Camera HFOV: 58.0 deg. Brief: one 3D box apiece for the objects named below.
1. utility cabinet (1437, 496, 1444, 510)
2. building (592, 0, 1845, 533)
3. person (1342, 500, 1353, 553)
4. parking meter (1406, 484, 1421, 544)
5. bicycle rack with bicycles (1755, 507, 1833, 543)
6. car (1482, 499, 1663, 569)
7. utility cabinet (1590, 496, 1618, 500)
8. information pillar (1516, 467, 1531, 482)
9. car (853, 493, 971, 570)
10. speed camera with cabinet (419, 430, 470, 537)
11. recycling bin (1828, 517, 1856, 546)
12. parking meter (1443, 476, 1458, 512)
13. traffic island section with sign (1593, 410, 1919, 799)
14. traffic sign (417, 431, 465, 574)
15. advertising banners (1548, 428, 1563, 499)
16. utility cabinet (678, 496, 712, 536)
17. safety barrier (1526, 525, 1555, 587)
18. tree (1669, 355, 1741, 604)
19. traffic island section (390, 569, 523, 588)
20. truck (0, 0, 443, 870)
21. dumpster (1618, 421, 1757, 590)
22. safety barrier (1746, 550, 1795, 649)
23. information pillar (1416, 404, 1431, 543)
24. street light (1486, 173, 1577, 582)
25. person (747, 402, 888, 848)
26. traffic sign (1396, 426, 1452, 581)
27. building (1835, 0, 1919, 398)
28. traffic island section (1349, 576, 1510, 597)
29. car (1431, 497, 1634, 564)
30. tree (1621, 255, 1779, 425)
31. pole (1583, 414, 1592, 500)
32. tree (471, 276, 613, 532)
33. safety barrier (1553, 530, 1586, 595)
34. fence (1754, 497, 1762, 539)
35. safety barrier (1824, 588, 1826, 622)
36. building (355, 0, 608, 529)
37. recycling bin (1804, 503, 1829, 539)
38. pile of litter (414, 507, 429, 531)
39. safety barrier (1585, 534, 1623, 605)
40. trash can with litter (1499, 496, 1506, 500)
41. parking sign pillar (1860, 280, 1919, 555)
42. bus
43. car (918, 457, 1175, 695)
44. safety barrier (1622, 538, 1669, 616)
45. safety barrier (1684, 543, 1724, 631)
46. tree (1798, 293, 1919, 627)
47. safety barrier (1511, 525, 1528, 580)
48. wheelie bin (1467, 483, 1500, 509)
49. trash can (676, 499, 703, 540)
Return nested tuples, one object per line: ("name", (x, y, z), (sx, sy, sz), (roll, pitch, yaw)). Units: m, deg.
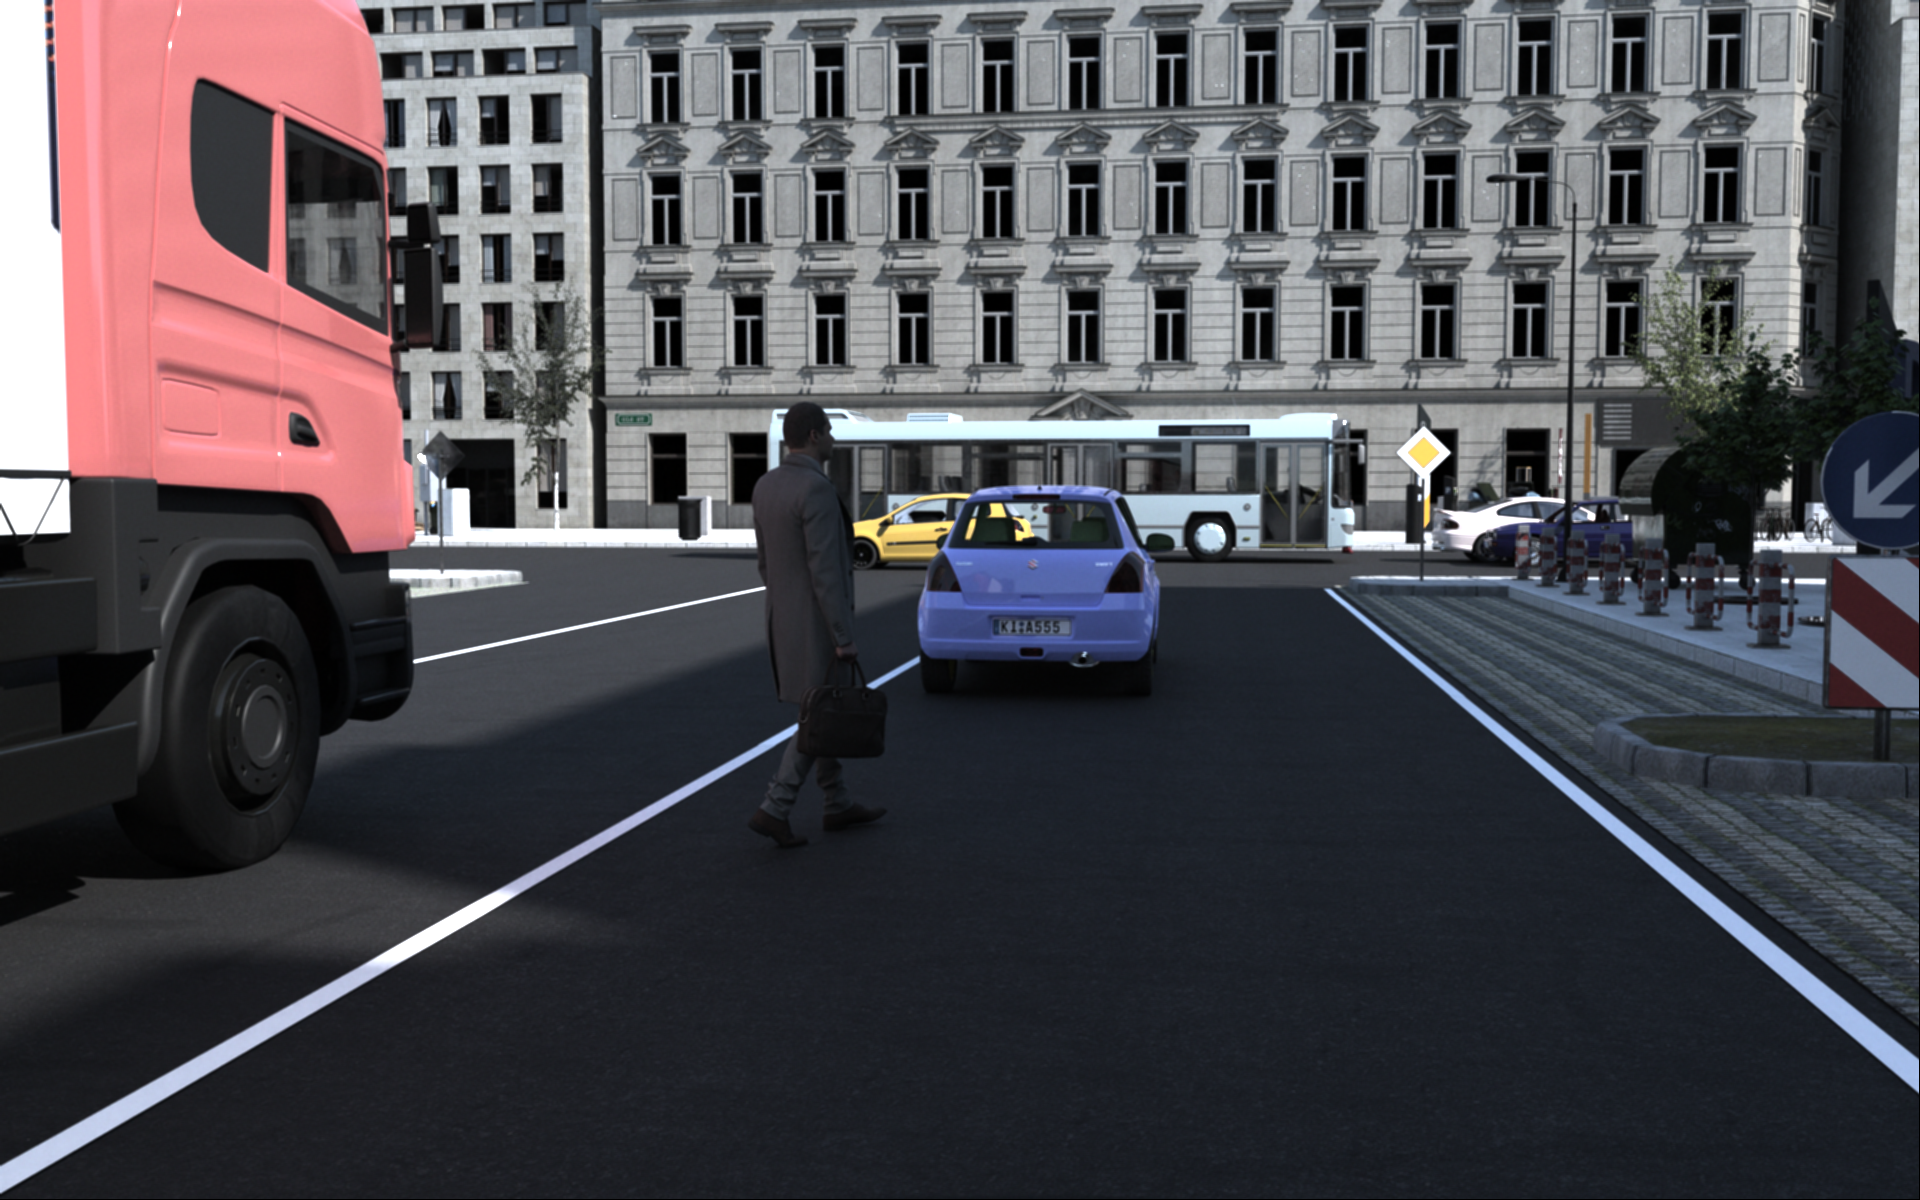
("utility cabinet", (16.086, -2.827, 57.385), (0.306, 1.237, 1.020), (0, 4, 0))
("building", (9.439, -17.782, 67.158), (44.131, 29.872, 17.030), (1, 4, 8))
("person", (9.345, -1.937, 42.031), (0.647, 1.594, 0.662), (-3, 5, -42))
("parking meter", (11.691, -2.217, 44.653), (0.372, 1.533, 0.369), (0, 3, 0))
("bicycle rack with bicycles", (22.737, -2.061, 47.083), (2.925, 0.926, 2.852), (-3, 4, -39))
("car", (12.428, -1.329, 34.305), (3.894, 1.354, 1.945), (1, 4, 9))
("utility cabinet", (18.025, -2.265, 48.190), (1.020, 1.237, 0.306), (3, 4, 38))
("information pillar", (15.337, -2.611, 47.187), (0.304, 2.012, 0.304), (3, 4, 37))
("car", (-0.569, -1.410, 33.270), (3.980, 1.641, 2.015), (1, 4, 9))
("speed camera with cabinet", (-15.722, -3.576, 52.799), (2.038, 3.252, 0.660), (3, 5, 45))
("recycling bin", (22.279, -1.871, 43.140), (0.722, 1.027, 0.722), (-1, 4, -22))
("parking meter", (15.677, -3.036, 55.352), (0.255, 1.863, 0.399), (-3, 4, -38))
("traffic island section with sign", (4.455, -0.026, 9.046), (1.989, 1.847, 2.006), (1, 4, 8))
("traffic sign", (-8.287, -1.469, 27.655), (0.795, 2.450, 0.064), (1, 4, 8))
("advertising banners", (15.628, -3.012, 45.441), (0.090, 3.025, 2.074), (2, 4, 27))
("utility cabinet", (-8.139, -2.571, 53.197), (1.020, 1.237, 0.306), (1, 4, 23))
("safety barrier", (8.125, -0.591, 23.931), (0.300, 0.817, 1.120), (1, 4, 8))
("tree", (9.393, -1.587, 20.557), (1.663, 3.219, 1.824), (0, 3, 0))
("traffic island section", (-8.311, -0.333, 27.721), (2.009, 0.180, 2.903), (1, 4, 8))
("truck", (-4.261, -0.883, 3.347), (2.839, 4.237, 11.283), (0, 4, 7))
("dumpster", (10.106, -1.312, 23.953), (1.502, 2.255, 1.985), (1, 4, 8))
("safety barrier", (6.751, -0.010, 14.439), (0.300, 0.817, 1.120), (1, 4, 8))
("information pillar", (12.051, -3.286, 45.079), (0.504, 3.616, 0.183), (-3, 5, -39))
("street light", (8.324, -3.220, 25.188), (1.470, 5.913, 1.316), (1, 4, 8))
("person", (-0.585, 0.086, 7.199), (0.767, 1.812, 0.694), (-2, 4, -33))
("traffic sign", (6.798, -1.334, 25.458), (0.795, 2.450, 0.064), (1, 4, 8))
("building", (39.096, -12.521, 59.477), (16.860, 20.320, 10.420), (1, 4, 8))
("traffic island section", (6.822, -0.199, 25.531), (2.009, 0.180, 2.903), (1, 4, 8))
("car", (12.402, -1.471, 36.419), (4.827, 1.381, 2.083), (0, 4, 7))
("tree", (22.789, -6.327, 53.801), (4.737, 8.622, 4.395), (0, 3, 0))
("pole", (15.926, -3.067, 43.984), (0.158, 3.312, 0.155), (0, 3, 0))
("tree", (-13.763, -6.574, 57.844), (4.360, 8.622, 3.978), (0, 3, 0))
("safety barrier", (7.850, -0.475, 22.034), (0.300, 0.817, 1.120), (1, 4, 8))
("fence", (21.730, -2.345, 49.545), (2.264, 1.192, 0.480), (0, 4, 2))
("safety barrier", (6.475, 0.106, 12.542), (0.300, 0.817, 1.120), (1, 4, 8))
("building", (-21.144, -13.106, 69.036), (16.860, 20.320, 10.420), (1, 4, 8))
("recycling bin", (24.809, -2.283, 49.886), (0.722, 1.027, 0.722), (1, 4, 11))
("pile of litter", (-19.060, -2.822, 60.108), (1.719, 0.858, 1.176), (0, 4, 4))
("safety barrier", (7.577, -0.359, 20.137), (0.300, 0.817, 1.120), (1, 4, 8))
("trash can with litter", (18.005, -2.775, 56.436), (1.678, 1.210, 2.233), (-3, 4, -38))
("parking sign pillar", (12.025, -2.068, 22.287), (1.447, 3.967, 1.447), (3, 5, 43))
("bus", (2.617, -2.611, 37.542), (13.247, 3.499, 2.948), (1, 4, 10))
("car", (0.721, -0.252, 13.716), (1.945, 1.707, 3.694), (0, 4, 7))
("safety barrier", (7.295, -0.242, 18.234), (0.300, 0.817, 1.120), (1, 4, 8))
("safety barrier", (7.023, -0.126, 16.337), (0.300, 0.817, 1.120), (1, 4, 8))
("tree", (8.794, -1.353, 16.728), (1.663, 3.219, 1.824), (0, 3, 0))
("safety barrier", (8.399, -0.707, 25.832), (0.300, 0.817, 1.120), (1, 4, 8))
("wheelie bin", (14.547, -2.466, 48.228), (0.980, 1.594, 0.693), (-3, 5, -40))
("trash can", (-7.504, -2.227, 48.070), (0.748, 1.137, 0.748), (0, 3, 0))
